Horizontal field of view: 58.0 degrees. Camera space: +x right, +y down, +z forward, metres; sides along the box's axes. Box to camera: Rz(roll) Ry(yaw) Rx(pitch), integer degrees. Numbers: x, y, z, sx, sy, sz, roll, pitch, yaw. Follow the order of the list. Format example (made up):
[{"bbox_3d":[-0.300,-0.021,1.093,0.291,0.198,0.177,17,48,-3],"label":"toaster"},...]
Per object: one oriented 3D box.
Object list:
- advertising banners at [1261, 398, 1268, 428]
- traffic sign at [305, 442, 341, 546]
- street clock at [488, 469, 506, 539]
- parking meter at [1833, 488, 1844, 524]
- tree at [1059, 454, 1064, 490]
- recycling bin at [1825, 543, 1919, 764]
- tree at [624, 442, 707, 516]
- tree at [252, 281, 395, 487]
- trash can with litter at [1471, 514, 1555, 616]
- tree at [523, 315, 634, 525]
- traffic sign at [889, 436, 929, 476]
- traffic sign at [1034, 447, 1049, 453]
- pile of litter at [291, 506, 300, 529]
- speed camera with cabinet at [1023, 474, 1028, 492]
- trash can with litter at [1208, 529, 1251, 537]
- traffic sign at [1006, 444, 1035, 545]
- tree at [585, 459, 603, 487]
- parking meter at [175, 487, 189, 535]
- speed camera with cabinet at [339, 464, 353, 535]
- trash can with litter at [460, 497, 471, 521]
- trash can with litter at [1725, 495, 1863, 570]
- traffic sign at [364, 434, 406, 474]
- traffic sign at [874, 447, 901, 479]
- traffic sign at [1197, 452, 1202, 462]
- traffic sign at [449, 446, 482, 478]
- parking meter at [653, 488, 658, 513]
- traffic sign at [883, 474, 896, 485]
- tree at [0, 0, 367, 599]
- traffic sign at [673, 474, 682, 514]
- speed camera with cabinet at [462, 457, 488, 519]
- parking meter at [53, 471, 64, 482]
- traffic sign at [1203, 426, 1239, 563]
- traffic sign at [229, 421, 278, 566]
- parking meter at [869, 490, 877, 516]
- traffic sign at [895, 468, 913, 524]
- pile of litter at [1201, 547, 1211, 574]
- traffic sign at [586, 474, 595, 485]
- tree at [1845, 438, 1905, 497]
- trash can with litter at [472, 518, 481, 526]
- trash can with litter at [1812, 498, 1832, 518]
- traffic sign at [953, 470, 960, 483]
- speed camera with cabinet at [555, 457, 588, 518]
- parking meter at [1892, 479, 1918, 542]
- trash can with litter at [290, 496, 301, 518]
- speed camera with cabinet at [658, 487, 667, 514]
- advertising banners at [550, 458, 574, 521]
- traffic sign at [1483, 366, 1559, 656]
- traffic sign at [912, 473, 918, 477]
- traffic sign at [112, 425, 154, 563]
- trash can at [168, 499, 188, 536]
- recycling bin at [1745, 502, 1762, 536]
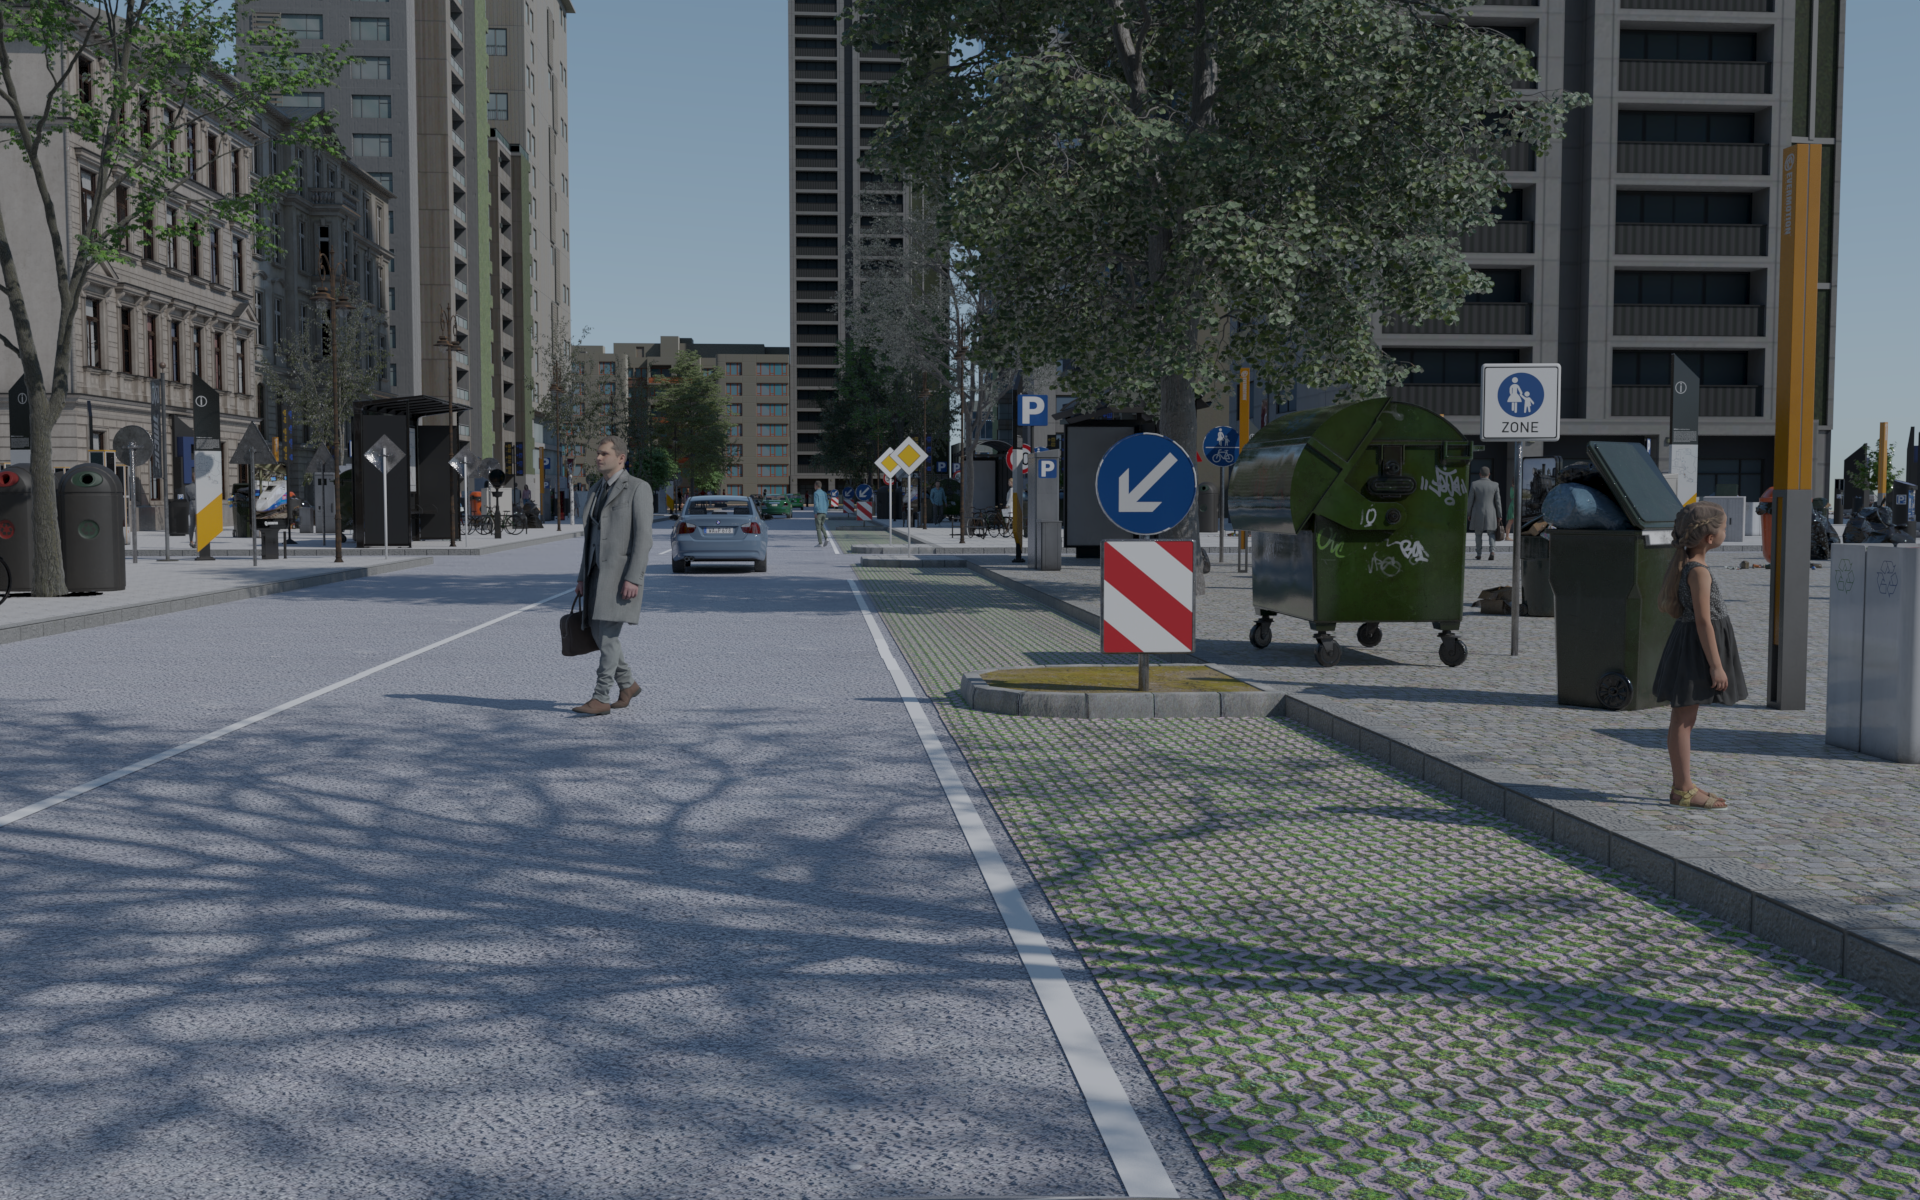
[{"bbox_3d":[5.640,-2.140,31.178,0.090,3.025,2.074,0,4,-2],"label":"advertising banners"},{"bbox_3d":[-15.818,-2.631,43.021,0.884,2.594,0.081,0,4,0],"label":"traffic sign"},{"bbox_3d":[-13.290,-2.763,49.753,0.471,2.002,0.358,-1,4,-18],"label":"street clock"},{"bbox_3d":[37.192,-3.969,73.302,0.372,1.533,0.369,0,3,0],"label":"parking meter"},{"bbox_3d":[4.408,-5.023,76.729,1.663,3.219,1.824,0,3,0],"label":"tree"},{"bbox_3d":[4.815,0.244,8.560,0.722,1.027,0.722,0,4,-3],"label":"recycling bin"},{"bbox_3d":[-18.319,-7.311,103.247,4.285,4.588,4.351,0,3,0],"label":"tree"},{"bbox_3d":[-21.505,-6.661,59.262,4.360,8.622,3.978,0,3,0],"label":"tree"},{"bbox_3d":[5.929,-0.422,18.288,1.055,1.170,0.624,3,5,44],"label":"trash can with litter"},{"bbox_3d":[-15.856,-7.368,70.823,4.360,8.622,3.978,0,3,0],"label":"tree"},{"bbox_3d":[-1.003,-1.993,34.771,0.795,2.593,0.064,0,4,-5],"label":"traffic sign"},{"bbox_3d":[2.153,-2.838,46.507,0.768,2.556,0.104,0,4,-2],"label":"traffic sign"},{"bbox_3d":[-24.555,-3.044,63.738,1.176,0.858,1.719,3,5,42],"label":"pile of litter"},{"bbox_3d":[3.905,-6.382,98.678,0.660,3.252,2.038,0,4,-1],"label":"speed camera with cabinet"},{"bbox_3d":[8.612,-2.492,51.796,1.678,1.210,2.233,-3,4,-36],"label":"trash can with litter"},{"bbox_3d":[1.543,-2.662,43.628,0.768,2.556,0.104,0,4,3],"label":"traffic sign"},{"bbox_3d":[-16.685,-5.361,82.261,1.663,3.219,1.824,0,3,0],"label":"tree"},{"bbox_3d":[-24.578,-2.832,54.713,0.372,1.533,0.369,0,3,0],"label":"parking meter"},{"bbox_3d":[-18.815,-3.653,54.055,0.660,3.252,2.038,0,4,-4],"label":"speed camera with cabinet"},{"bbox_3d":[-24.156,-4.390,82.841,2.233,1.210,1.678,-2,4,-33],"label":"trash can with litter"},{"bbox_3d":[14.025,-1.156,29.958,2.233,1.210,1.678,-1,4,-23],"label":"trash can with litter"},{"bbox_3d":[-11.260,-1.939,33.897,0.795,2.593,0.064,0,4,-5],"label":"traffic sign"},{"bbox_3d":[-1.699,-2.479,42.726,0.795,2.593,0.064,0,4,-5],"label":"traffic sign"},{"bbox_3d":[3.576,-1.761,28.798,0.884,2.594,0.081,0,4,-3],"label":"traffic sign"},{"bbox_3d":[-11.956,-2.426,41.852,0.795,2.593,0.064,0,4,-5],"label":"traffic sign"},{"bbox_3d":[-20.512,-6.785,116.646,0.255,1.863,0.399,2,4,29],"label":"parking meter"},{"bbox_3d":[-3.975,-6.002,98.240,0.768,2.556,0.104,0,4,1],"label":"traffic sign"},{"bbox_3d":[-11.420,-5.855,21.490,9.928,11.665,9.643,0,3,0],"label":"tree"},{"bbox_3d":[-18.219,-6.802,111.320,0.768,2.556,0.104,0,4,2],"label":"traffic sign"},{"bbox_3d":[-25.452,-5.914,91.038,0.660,3.252,2.038,1,4,13],"label":"speed camera with cabinet"},{"bbox_3d":[-23.237,-2.372,44.488,0.255,1.863,0.399,3,5,44],"label":"parking meter"},{"bbox_3d":[4.901,-1.975,32.396,0.768,2.556,0.104,0,4,-4],"label":"traffic sign"},{"bbox_3d":[-12.523,-1.877,30.694,0.884,2.594,0.081,0,4,4],"label":"traffic sign"},{"bbox_3d":[-5.121,-5.658,100.918,0.372,1.533,0.369,0,3,0],"label":"parking meter"},{"bbox_3d":[-2.421,-4.584,75.055,0.768,2.556,0.104,0,4,-4],"label":"traffic sign"},{"bbox_3d":[3.321,-0.849,27.849,1.719,0.858,1.176,-2,4,-25],"label":"pile of litter"},{"bbox_3d":[-22.408,-6.444,105.462,0.768,2.556,0.104,0,4,-2],"label":"traffic sign"},{"bbox_3d":[28.962,-3.655,54.364,1.663,3.219,1.824,0,3,0],"label":"tree"},{"bbox_3d":[-19.328,-3.590,70.080,1.055,1.170,0.624,1,4,17],"label":"trash can with litter"},{"bbox_3d":[26.821,-2.616,54.153,0.624,1.170,1.055,3,4,39],"label":"trash can with litter"},{"bbox_3d":[-0.003,-5.677,92.918,0.768,2.556,0.104,0,4,-3],"label":"traffic sign"},{"bbox_3d":[-20.659,-6.026,92.866,2.038,3.252,0.660,-1,4,-19],"label":"speed camera with cabinet"},{"bbox_3d":[16.258,-1.310,29.824,0.372,1.533,0.369,0,3,0],"label":"parking meter"},{"bbox_3d":[-26.021,-3.402,66.677,1.678,1.210,2.233,2,4,35],"label":"trash can with litter"},{"bbox_3d":[-19.690,-7.361,114.681,0.660,3.252,2.038,-1,4,-13],"label":"speed camera with cabinet"},{"bbox_3d":[-19.403,-5.380,84.153,0.090,3.025,2.074,2,4,26],"label":"advertising banners"},{"bbox_3d":[4.401,-0.706,13.679,0.606,2.300,0.079,0,4,4],"label":"traffic sign"},{"bbox_3d":[-2.248,-5.006,81.947,0.768,2.556,0.104,0,4,-3],"label":"traffic sign"},{"bbox_3d":[-15.267,-1.950,31.981,0.768,2.556,0.104,0,4,2],"label":"traffic sign"},{"bbox_3d":[-23.895,-2.520,52.856,0.748,1.137,0.748,0,3,0],"label":"trash can"},{"bbox_3d":[24.246,-2.486,53.198,0.722,1.027,0.722,-2,4,-30],"label":"recycling bin"}]
